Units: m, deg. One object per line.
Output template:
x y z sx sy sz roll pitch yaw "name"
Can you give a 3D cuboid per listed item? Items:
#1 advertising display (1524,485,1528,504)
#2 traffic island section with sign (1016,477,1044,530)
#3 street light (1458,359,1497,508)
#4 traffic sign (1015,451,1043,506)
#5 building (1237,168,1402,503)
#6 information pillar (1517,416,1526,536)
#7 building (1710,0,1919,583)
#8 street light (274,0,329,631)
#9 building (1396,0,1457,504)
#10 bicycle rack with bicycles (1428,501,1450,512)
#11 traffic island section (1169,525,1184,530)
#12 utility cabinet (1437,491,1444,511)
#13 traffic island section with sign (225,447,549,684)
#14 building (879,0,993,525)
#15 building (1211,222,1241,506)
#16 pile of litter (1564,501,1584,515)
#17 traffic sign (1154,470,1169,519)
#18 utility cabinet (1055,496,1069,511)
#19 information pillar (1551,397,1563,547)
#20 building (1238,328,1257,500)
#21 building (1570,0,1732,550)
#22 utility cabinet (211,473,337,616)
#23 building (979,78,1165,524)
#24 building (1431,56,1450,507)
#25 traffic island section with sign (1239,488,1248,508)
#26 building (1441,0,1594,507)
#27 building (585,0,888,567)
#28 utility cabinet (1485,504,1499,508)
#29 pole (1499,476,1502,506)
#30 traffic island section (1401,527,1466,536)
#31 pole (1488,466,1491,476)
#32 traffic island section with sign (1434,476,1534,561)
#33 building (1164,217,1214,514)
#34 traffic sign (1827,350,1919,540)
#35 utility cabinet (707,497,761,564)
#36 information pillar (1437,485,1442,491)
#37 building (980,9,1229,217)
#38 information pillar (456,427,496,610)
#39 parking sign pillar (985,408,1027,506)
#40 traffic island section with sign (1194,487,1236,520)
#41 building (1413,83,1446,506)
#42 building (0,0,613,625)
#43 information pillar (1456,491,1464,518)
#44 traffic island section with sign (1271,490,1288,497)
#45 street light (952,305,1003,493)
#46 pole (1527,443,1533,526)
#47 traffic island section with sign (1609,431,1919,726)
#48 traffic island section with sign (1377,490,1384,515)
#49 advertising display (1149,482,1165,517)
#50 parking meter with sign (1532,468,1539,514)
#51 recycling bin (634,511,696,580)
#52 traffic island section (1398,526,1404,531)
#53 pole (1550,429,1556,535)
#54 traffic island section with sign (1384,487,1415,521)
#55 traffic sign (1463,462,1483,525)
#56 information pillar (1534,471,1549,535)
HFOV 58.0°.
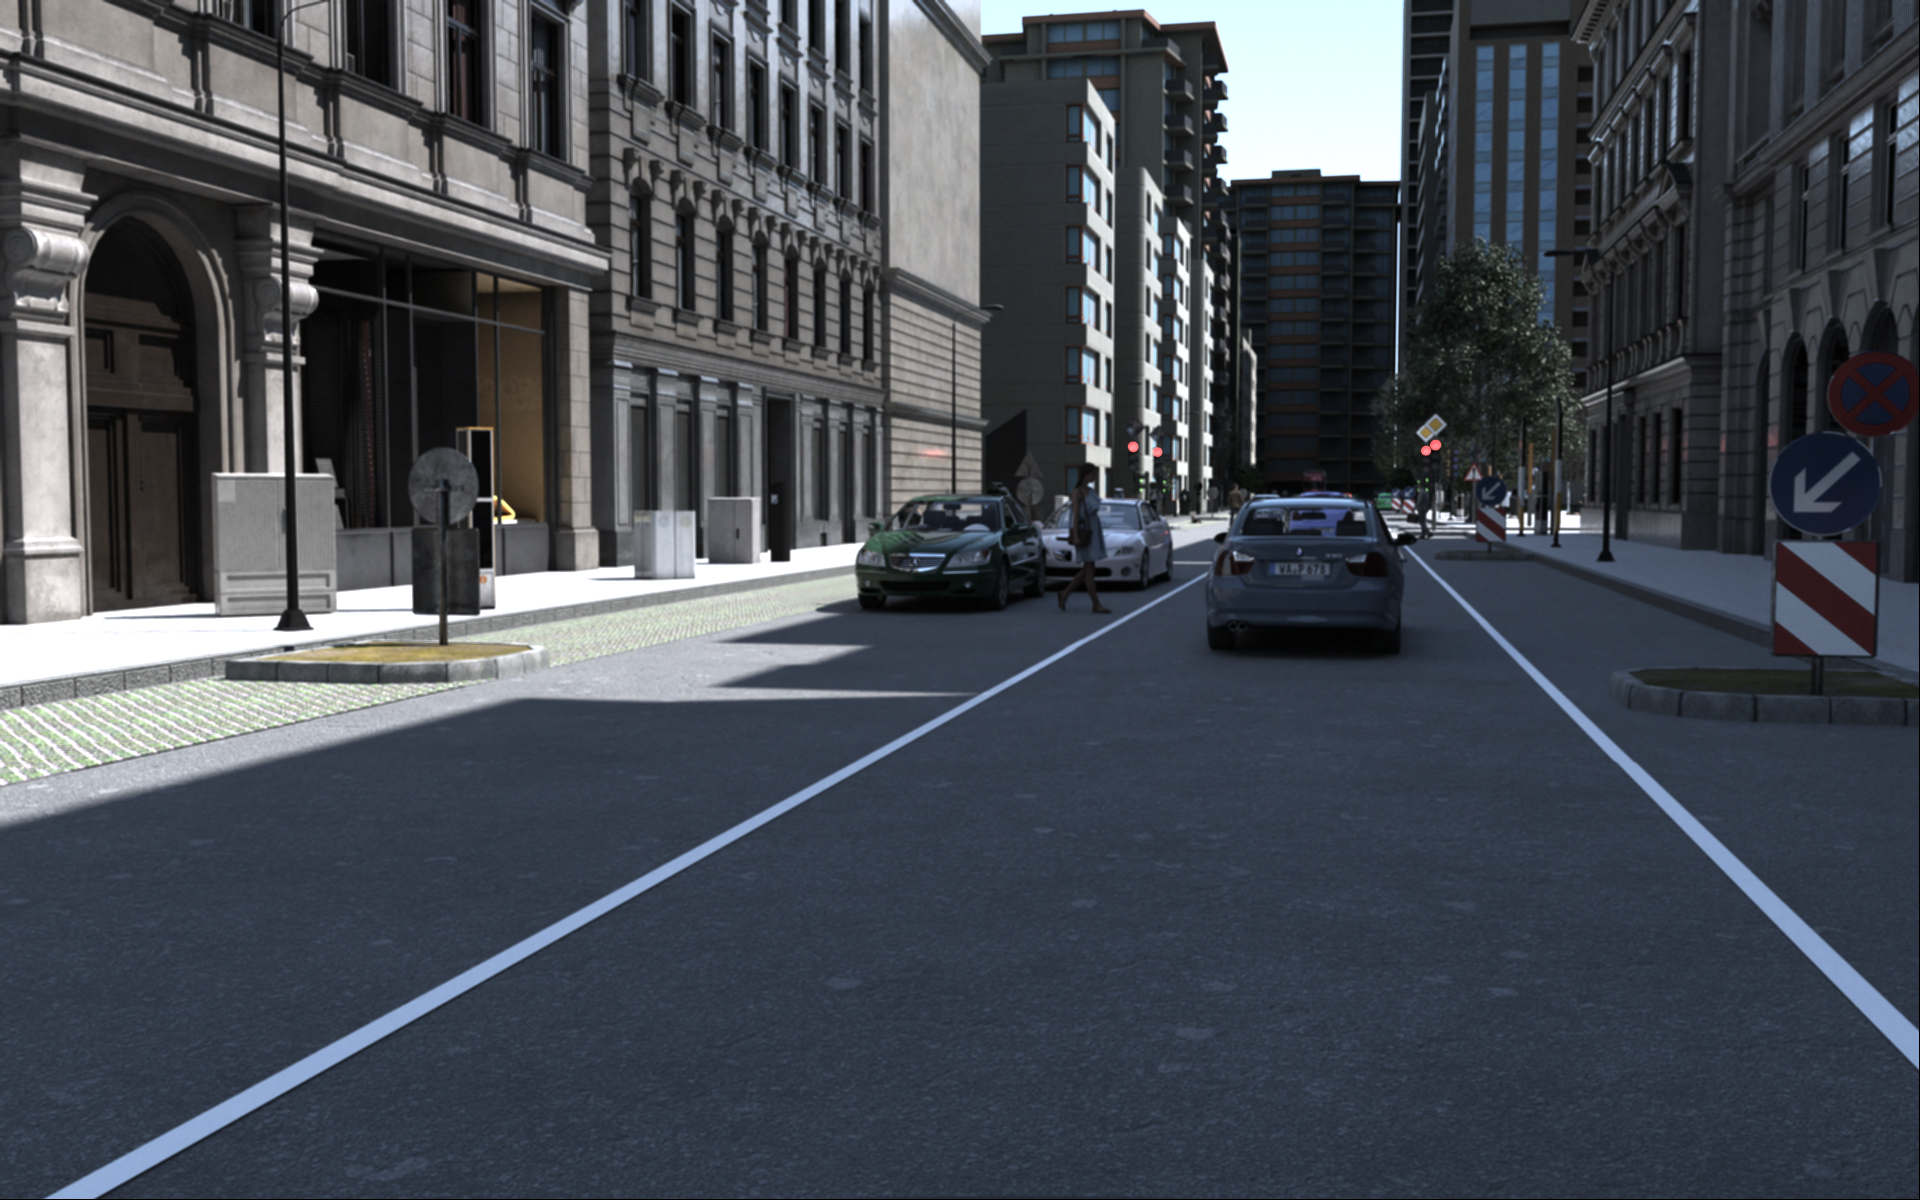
40.153 -7.127 121.742 0.974 1.923 0.123 2 4 35 "advertising display"
1.605 -1.959 40.651 1.989 1.847 2.006 1 4 13 "traffic island section with sign"
17.843 -5.327 59.641 1.470 5.913 1.316 1 4 13 "street light"
2.056 -3.188 52.124 0.884 2.594 0.081 1 4 19 "traffic sign"
44.980 -35.582 236.385 28.867 44.769 22.147 1 4 13 "building"
17.032 -3.741 52.520 0.183 3.616 0.504 0 4 5 "information pillar"
19.716 -11.184 24.663 13.314 21.916 24.055 1 4 13 "building"
-5.768 -2.662 16.057 1.470 5.913 1.316 1 4 13 "street light"
69.388 -48.508 231.359 20.611 71.187 20.563 1 4 13 "building"
35.410 -6.965 127.255 2.925 0.926 2.852 0 4 -4 "bicycle rack with bicycles"
8.038 -2.952 70.543 2.009 0.180 2.903 1 4 13 "traffic island section"
36.764 -7.587 132.724 0.318 1.500 1.173 2 4 32 "utility cabinet"
-4.446 -0.326 13.956 1.989 1.847 2.006 1 4 13 "traffic island section with sign"
-16.868 -14.572 57.344 34.723 24.649 14.460 1 4 13 "building"
21.848 -25.081 181.775 14.160 30.474 14.107 1 4 13 "building"
37.556 -5.570 105.029 1.719 0.858 1.176 3 5 41 "pile of litter"
10.451 -5.493 89.923 0.768 2.556 0.104 1 4 20 "traffic sign"
3.510 -2.958 59.531 0.306 1.237 1.020 1 4 15 "utility cabinet"
14.425 -3.084 41.773 0.183 3.616 0.504 1 4 10 "information pillar"
19.865 -22.095 206.300 28.899 21.520 27.650 1 4 13 "building"
23.058 -11.140 46.765 10.561 19.102 19.286 1 4 13 "building"
-7.248 -0.590 18.332 1.173 1.500 0.318 -2 4 -33 "utility cabinet"
-5.004 -14.943 89.352 27.650 21.520 28.899 1 4 13 "building"
58.826 -33.767 171.702 23.786 49.044 30.456 1 4 13 "building"
19.830 -6.876 121.043 1.989 1.847 2.006 1 4 13 "traffic island section with sign"
49.848 -30.621 150.760 14.600 45.320 14.200 1 4 13 "building"
-8.599 -11.635 39.390 9.793 20.994 18.267 1 4 13 "building"
31.451 -5.726 102.298 0.318 1.500 1.173 3 5 42 "utility cabinet"
39.015 -8.023 125.018 0.158 3.312 0.155 0 3 0 "pole"
16.553 -2.333 60.428 2.009 0.180 2.903 1 4 13 "traffic island section"
37.489 -7.879 122.662 0.158 3.312 0.155 0 3 0 "pole"
11.483 -1.799 38.036 1.989 1.847 2.006 1 4 13 "traffic island section with sign"
3.234 -17.138 125.252 27.650 21.520 28.899 1 4 13 "building"
8.134 -0.939 15.461 0.768 2.556 0.104 1 4 19 "traffic sign"
-4.176 -1.273 31.981 1.020 1.237 0.306 2 4 30 "utility cabinet"
37.671 -8.052 136.149 0.304 2.012 0.304 -1 4 -19 "information pillar"
13.238 -30.989 161.293 22.147 44.769 28.867 1 4 13 "building"
-5.371 -0.901 19.227 0.304 2.012 0.304 -3 5 -41 "information pillar"
1.447 -4.048 54.664 1.447 3.967 1.447 0 4 1 "parking sign pillar"
13.836 -5.257 94.583 1.989 1.847 2.006 1 4 13 "traffic island section with sign"
63.345 -35.085 197.343 21.300 48.544 21.600 1 4 13 "building"
-14.855 -9.766 10.579 10.553 20.767 40.483 1 4 13 "building"
27.200 -5.485 94.167 0.304 2.012 0.304 2 4 31 "information pillar"
30.880 -9.854 169.732 1.989 1.847 2.006 1 4 13 "traffic island section with sign"
0.373 -4.298 42.815 1.470 5.913 1.316 1 4 13 "street light"
22.678 -4.590 68.889 0.158 3.312 0.155 0 3 0 "pole"
5.534 -0.191 11.743 1.989 1.847 2.006 1 4 13 "traffic island section with sign"
29.897 -6.765 119.227 1.989 1.847 2.006 1 4 13 "traffic island section with sign"
10.643 -5.401 93.525 0.974 1.923 0.123 3 5 43 "advertising display"
37.353 -7.128 112.810 0.543 3.016 1.738 1 4 20 "parking meter with sign"
-4.476 -0.838 26.250 0.722 1.027 0.722 -2 4 -35 "recycling bin"
18.318 -2.809 68.216 2.009 0.180 2.903 1 4 13 "traffic island section"
18.667 -3.703 54.391 0.158 3.312 0.155 0 3 0 "pole"
23.877 -5.141 92.680 1.989 1.847 2.006 1 4 13 "traffic island section with sign"
21.051 -4.341 70.986 0.884 2.594 0.081 1 4 18 "traffic sign"
18.296 -3.058 54.493 0.304 2.012 0.304 -2 4 -26 "information pillar"
